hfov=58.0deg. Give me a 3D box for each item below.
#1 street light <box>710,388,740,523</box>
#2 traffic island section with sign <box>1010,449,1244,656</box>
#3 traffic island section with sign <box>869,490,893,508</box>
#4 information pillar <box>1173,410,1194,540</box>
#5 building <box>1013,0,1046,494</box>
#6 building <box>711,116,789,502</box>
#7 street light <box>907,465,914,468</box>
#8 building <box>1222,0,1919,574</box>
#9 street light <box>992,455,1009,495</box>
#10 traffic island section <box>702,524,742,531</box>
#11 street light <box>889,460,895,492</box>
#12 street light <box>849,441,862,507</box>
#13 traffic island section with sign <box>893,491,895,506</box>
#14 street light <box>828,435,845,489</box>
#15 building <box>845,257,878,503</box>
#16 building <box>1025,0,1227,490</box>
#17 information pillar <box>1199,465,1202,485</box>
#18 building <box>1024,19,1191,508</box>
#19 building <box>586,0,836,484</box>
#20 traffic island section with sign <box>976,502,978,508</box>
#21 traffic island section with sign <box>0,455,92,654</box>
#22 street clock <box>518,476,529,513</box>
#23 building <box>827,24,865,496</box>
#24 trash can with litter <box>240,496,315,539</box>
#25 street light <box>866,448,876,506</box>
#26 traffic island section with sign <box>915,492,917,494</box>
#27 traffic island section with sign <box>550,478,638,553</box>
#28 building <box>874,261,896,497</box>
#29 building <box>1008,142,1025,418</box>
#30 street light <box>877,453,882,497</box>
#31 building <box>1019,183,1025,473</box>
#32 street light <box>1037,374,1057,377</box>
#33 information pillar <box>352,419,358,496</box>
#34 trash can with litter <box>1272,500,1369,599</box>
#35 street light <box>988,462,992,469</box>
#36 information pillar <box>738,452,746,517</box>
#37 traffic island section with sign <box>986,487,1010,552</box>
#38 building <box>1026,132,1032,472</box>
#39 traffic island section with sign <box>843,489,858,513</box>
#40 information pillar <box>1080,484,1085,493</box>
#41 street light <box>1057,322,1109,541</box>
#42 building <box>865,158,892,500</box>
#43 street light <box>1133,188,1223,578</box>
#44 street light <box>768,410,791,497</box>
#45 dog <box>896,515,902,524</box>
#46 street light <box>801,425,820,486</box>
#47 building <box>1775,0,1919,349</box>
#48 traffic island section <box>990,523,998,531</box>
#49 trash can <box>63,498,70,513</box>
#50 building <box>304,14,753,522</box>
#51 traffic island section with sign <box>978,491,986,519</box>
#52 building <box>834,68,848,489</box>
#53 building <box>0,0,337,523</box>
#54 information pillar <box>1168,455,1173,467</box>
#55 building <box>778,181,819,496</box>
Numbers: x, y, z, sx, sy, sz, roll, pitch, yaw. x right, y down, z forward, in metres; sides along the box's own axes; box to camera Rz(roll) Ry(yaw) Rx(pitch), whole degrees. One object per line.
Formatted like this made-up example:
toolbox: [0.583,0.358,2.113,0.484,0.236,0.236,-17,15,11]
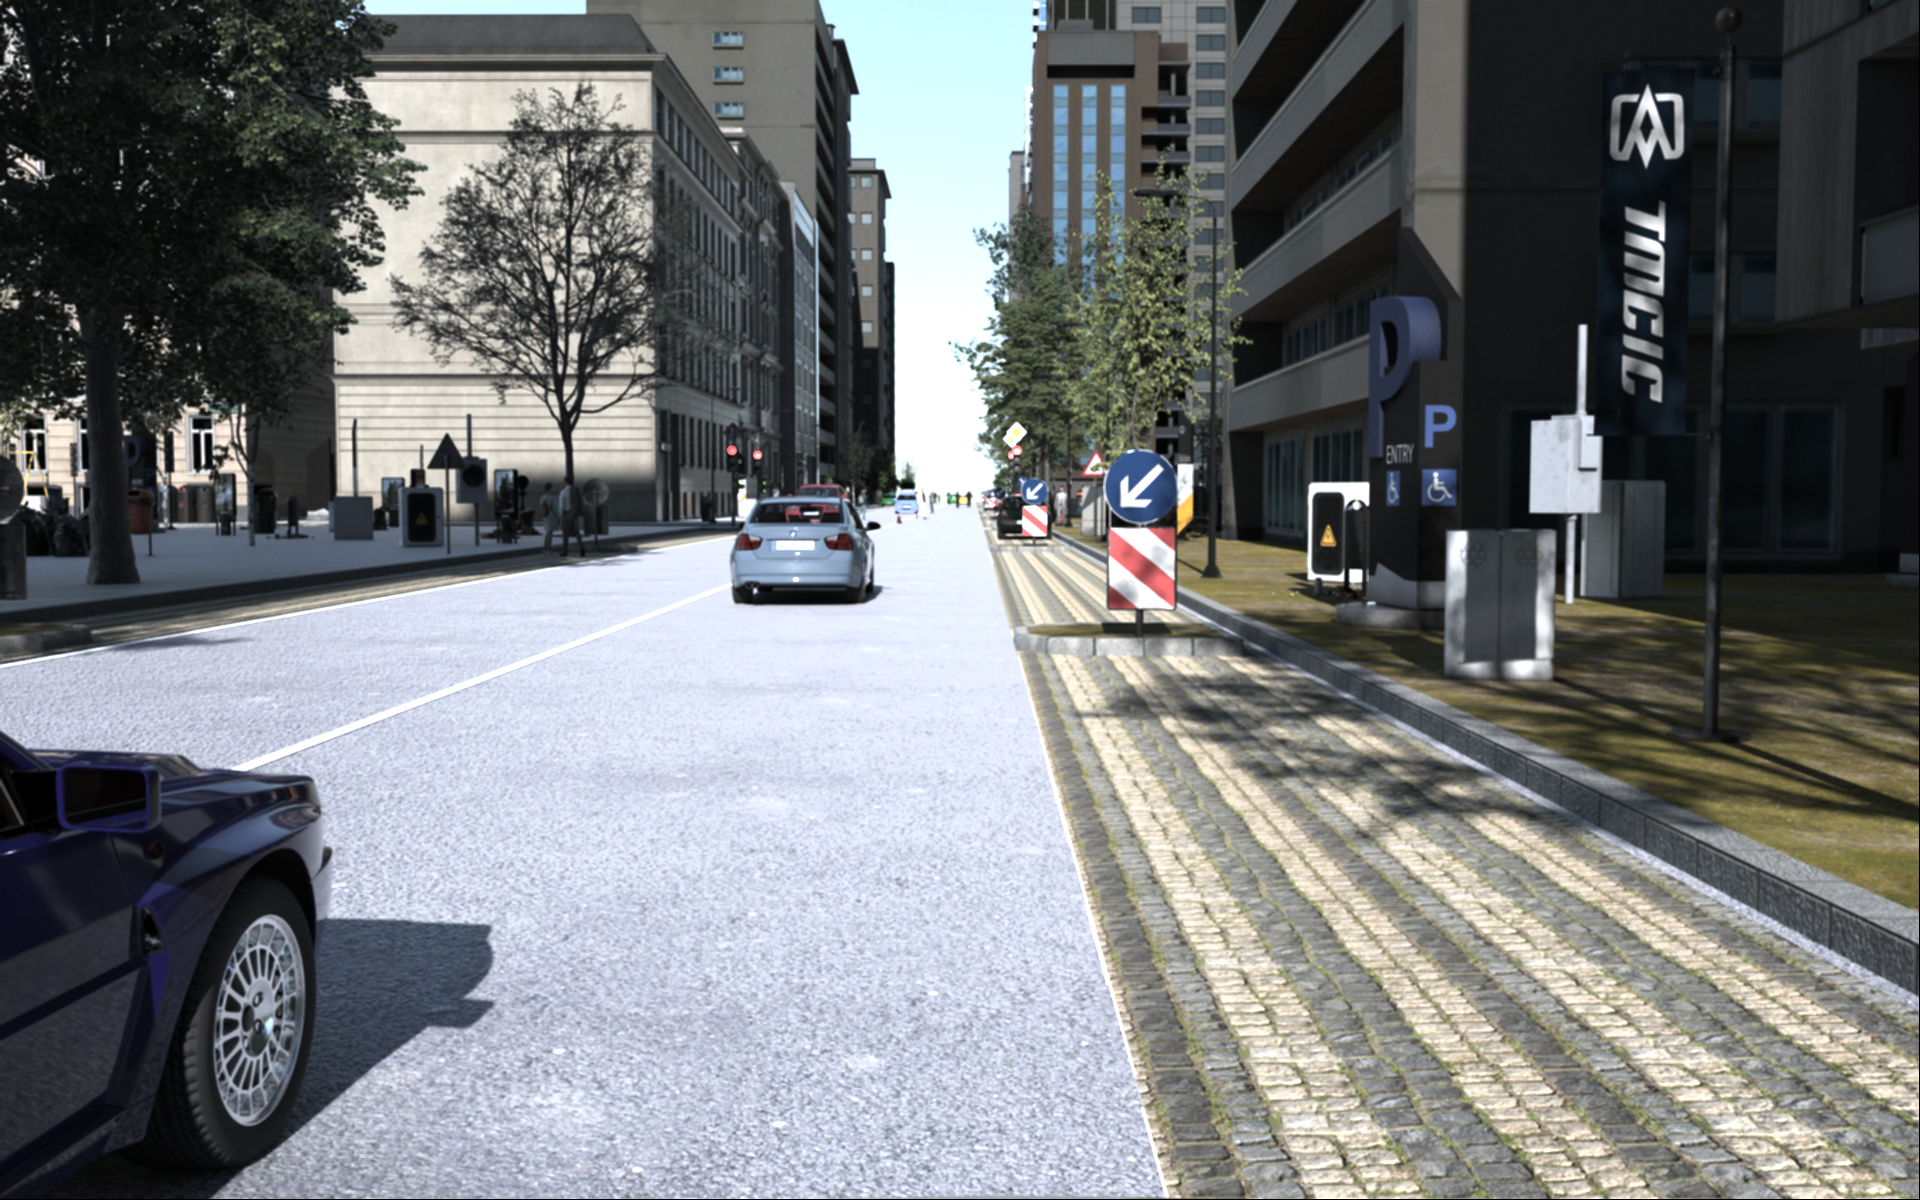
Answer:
street light: [-10.272,-6.308,75.670,1.470,5.913,1.316,0,4,0]
traffic island section with sign: [1.509,-0.461,16.171,1.989,1.847,2.006,0,4,0]
traffic island section with sign: [-8.086,-10.138,174.389,1.989,1.847,2.006,0,4,0]
information pillar: [6.233,-3.462,47.962,0.504,3.616,0.183,3,5,45]
building: [18.788,-58.207,264.348,22.319,86.520,31.000,0,4,0]
building: [-19.829,-20.285,119.052,14.401,28.519,23.554,0,4,0]
street light: [-8.514,-19.799,296.254,1.470,5.913,1.316,0,4,0]
building: [17.938,-25.262,36.731,21.300,48.544,21.600,0,4,0]
street light: [4.833,-14.329,206.814,1.470,5.913,1.316,0,4,0]
traffic island section: [-8.902,-2.791,67.917,2.009,0.180,2.903,0,4,0]
street light: [-9.136,-14.781,214.210,1.470,5.913,1.316,0,4,0]
street light: [-9.651,-10.990,152.224,1.470,5.913,1.316,0,4,0]
traffic island section with sign: [-7.871,-11.823,201.939,1.989,1.847,2.006,0,4,0]
street light: [-9.838,-10.071,137.202,1.470,5.913,1.316,0,4,0]
building: [-28.083,-34.059,248.749,32.217,40.220,23.993,0,4,0]
building: [17.404,-45.490,182.009,20.563,71.187,20.611,0,4,0]
information pillar: [19.191,-8.943,137.578,0.183,3.616,0.504,-3,5,-39]
building: [13.965,-31.519,165.452,14.600,45.320,14.200,0,4,0]
building: [-23.103,-32.873,161.167,21.300,48.544,21.600,0,4,0]
traffic island section with sign: [2.352,-7.147,125.482,1.989,1.847,2.006,0,4,0]
traffic island section with sign: [-9.310,-0.456,16.087,1.989,1.847,2.006,0,4,0]
street clock: [-17.079,-3.856,67.623,0.471,2.002,0.358,0,4,-7]
building: [-26.644,-37.368,200.212,28.713,52.752,27.495,0,4,0]
trash can with litter: [-19.547,-2.386,50.071,1.678,1.210,2.233,0,4,2]
street light: [-9.465,-12.291,173.504,1.470,5.913,1.316,0,4,0]
traffic island section with sign: [-7.224,-16.920,285.273,1.989,1.847,2.006,0,4,0]
traffic island section with sign: [-9.103,-2.105,43.042,1.989,1.847,2.006,0,4,0]
building: [-18.402,-37.490,296.561,14.154,41.232,14.086,0,4,0]
building: [18.689,-46.079,295.385,21.231,58.520,28.212,0,4,0]
street light: [-9.449,-13.549,194.072,1.470,5.913,1.316,0,4,0]
building: [15.343,-36.263,243.009,14.600,45.320,14.200,0,4,0]
street light: [3.685,-5.778,67.008,1.470,5.913,1.316,0,4,0]
information pillar: [-18.767,-3.818,53.787,0.183,3.616,0.504,-1,4,-12]
trash can with litter: [4.953,-0.628,21.328,1.678,1.210,2.233,-1,4,-13]
street light: [5.130,-16.953,249.717,1.470,5.913,1.316,0,4,0]
information pillar: [-11.968,-6.337,94.969,0.504,3.616,0.183,1,4,23]
traffic island section with sign: [1.722,-2.110,43.125,1.989,1.847,2.006,0,4,0]
building: [19.264,-36.023,208.587,23.786,49.044,30.456,0,4,0]
traffic island section with sign: [-8.451,-7.164,125.761,1.989,1.847,2.006,0,4,0]
information pillar: [9.026,-7.543,127.824,0.304,2.012,0.304,0,4,-4]
street light: [3.456,-4.546,46.870,1.470,5.913,1.316,0,4,0]
building: [-25.614,-41.907,274.411,28.713,52.752,27.495,0,4,0]
street light: [3.328,-3.297,26.447,1.470,5.913,1.316,0,4,0]
street light: [-10.056,-7.539,95.808,1.470,5.913,1.316,0,4,0]
dog: [-3.028,-3.911,84.131,0.550,0.427,0.748,2,4,29]
street light: [-10.085,-8.790,116.259,1.470,5.913,1.316,0,4,0]
building: [14.066,-20.036,11.189,14.154,41.232,14.086,0,4,0]
traffic island section: [2.239,-2.786,67.827,2.009,0.180,2.903,0,4,0]
trash can: [-35.088,-3.418,67.542,0.748,1.137,0.748,0,3,0]
building: [-20.880,-15.823,91.987,16.112,22.955,30.059,0,4,0]
traffic island section with sign: [2.146,-5.477,98.169,1.989,1.847,2.006,0,4,0]
building: [-19.088,-32.383,179.572,14.600,45.320,14.200,0,4,0]
building: [-41.731,-18.202,83.502,20.117,28.700,13.634,0,4,0]
information pillar: [12.045,-6.564,98.676,0.183,3.616,0.504,-3,4,-39]
building: [-18.397,-19.756,141.028,12.078,24.808,19.932,0,4,0]
